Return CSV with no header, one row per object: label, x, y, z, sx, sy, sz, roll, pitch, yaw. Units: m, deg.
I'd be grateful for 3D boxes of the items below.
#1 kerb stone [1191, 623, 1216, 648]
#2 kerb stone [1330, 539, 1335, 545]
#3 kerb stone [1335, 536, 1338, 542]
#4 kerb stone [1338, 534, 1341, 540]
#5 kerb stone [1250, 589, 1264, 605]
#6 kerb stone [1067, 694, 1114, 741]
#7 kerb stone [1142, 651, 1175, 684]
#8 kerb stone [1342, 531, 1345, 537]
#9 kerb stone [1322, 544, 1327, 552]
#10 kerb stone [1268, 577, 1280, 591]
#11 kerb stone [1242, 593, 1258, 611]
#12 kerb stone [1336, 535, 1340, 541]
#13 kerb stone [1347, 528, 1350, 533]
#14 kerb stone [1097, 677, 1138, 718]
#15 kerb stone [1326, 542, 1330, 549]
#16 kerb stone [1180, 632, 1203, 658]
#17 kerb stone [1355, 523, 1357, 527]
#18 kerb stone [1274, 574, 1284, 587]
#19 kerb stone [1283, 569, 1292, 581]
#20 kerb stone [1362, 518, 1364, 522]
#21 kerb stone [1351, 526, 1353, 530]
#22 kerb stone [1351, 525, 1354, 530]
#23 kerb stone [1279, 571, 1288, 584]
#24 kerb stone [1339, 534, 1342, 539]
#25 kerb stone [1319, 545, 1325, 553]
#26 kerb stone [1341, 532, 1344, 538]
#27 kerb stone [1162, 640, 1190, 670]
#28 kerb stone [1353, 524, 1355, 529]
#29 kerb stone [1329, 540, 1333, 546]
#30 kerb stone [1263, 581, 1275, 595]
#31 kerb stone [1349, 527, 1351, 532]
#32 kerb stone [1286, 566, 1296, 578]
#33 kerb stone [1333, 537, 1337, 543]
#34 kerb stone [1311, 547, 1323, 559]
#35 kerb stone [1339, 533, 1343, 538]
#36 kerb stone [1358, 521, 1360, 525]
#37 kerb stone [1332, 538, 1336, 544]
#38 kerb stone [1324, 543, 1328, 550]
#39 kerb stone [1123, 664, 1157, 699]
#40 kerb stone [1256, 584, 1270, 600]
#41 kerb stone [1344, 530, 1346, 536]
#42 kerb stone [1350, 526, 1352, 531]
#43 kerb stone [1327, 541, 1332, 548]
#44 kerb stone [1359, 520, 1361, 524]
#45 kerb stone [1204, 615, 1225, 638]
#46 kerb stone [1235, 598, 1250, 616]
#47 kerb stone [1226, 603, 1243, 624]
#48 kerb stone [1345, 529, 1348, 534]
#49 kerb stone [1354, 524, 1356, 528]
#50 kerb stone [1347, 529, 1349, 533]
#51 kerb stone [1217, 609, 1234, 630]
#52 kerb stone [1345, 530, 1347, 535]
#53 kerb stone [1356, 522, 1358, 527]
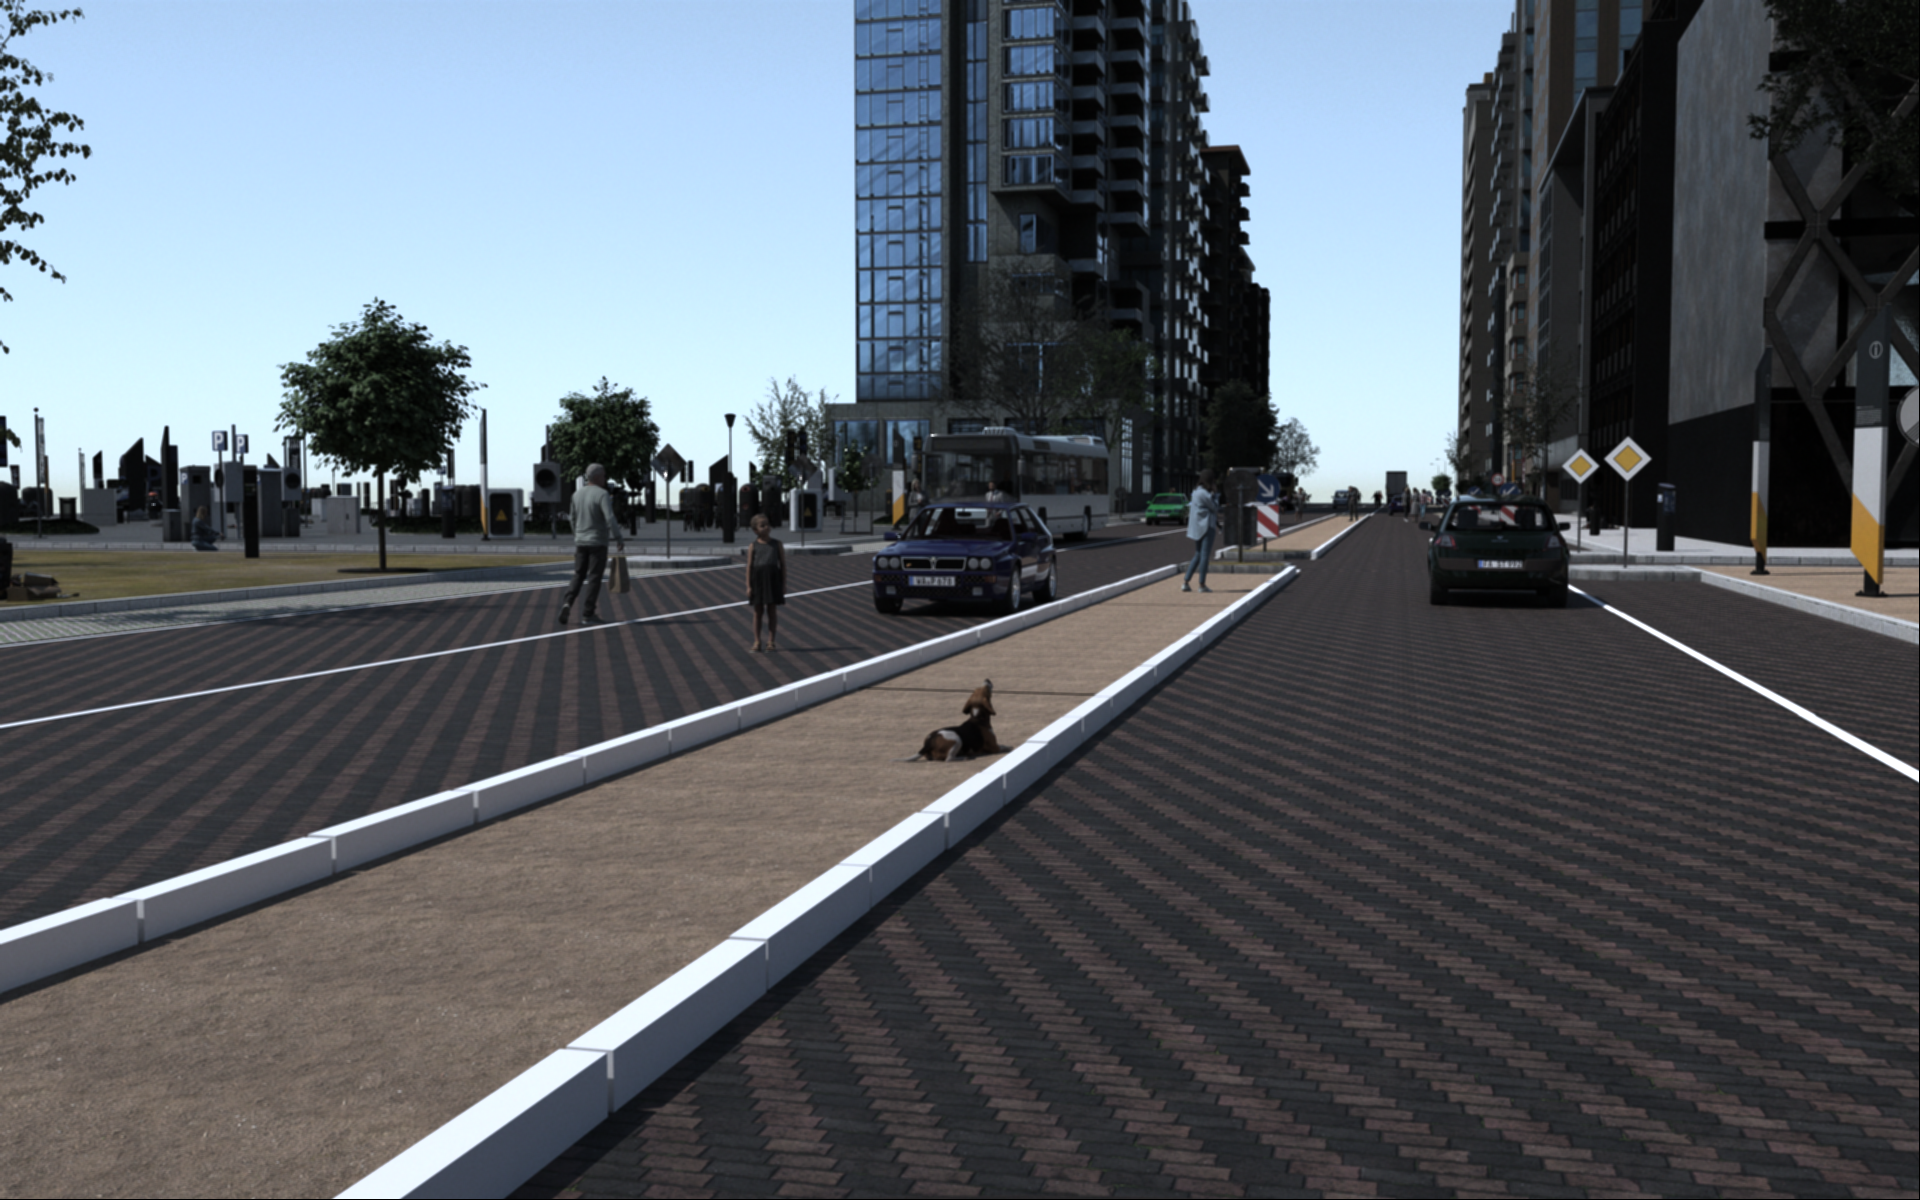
kerb stone,2.291,0.352,16.445,0.120,0.150,1.000,1,4,14
kerb stone,9.972,-1.497,46.768,0.120,0.150,1.000,1,4,14
kerb stone,10.717,-1.682,49.742,0.120,0.150,1.000,1,4,14
kerb stone,11.220,-1.807,51.736,0.120,0.150,1.000,1,4,14
kerb stone,3.800,-0.012,22.418,0.120,0.150,1.000,1,4,14
kerb stone,0.775,0.718,10.480,0.120,0.150,1.000,1,4,14
kerb stone,1.532,0.534,13.465,0.120,0.150,1.000,1,4,14
kerb stone,12.227,-2.047,55.712,0.120,0.150,1.000,1,4,14
kerb stone,8.711,-1.196,41.800,0.120,0.150,1.000,1,4,14
kerb stone,4.557,-0.196,25.395,0.120,0.150,1.000,1,4,14
kerb stone,3.551,0.047,21.426,0.120,0.150,1.000,1,4,14
kerb stone,10.971,-1.746,50.741,0.120,0.150,1.000,1,4,14
kerb stone,13.494,-2.354,60.676,0.120,0.150,1.000,1,4,14
kerb stone,1.028,0.656,11.472,0.120,0.150,1.000,1,4,14
kerb stone,9.203,-1.317,43.796,0.120,0.150,1.000,1,4,14
kerb stone,2.031,0.420,15.456,0.120,0.150,1.000,1,4,14
kerb stone,16.011,-2.959,70.618,0.120,0.150,1.000,1,4,14
kerb stone,4.807,-0.256,26.393,0.120,0.150,1.000,1,4,14
kerb stone,5.313,-0.373,28.382,0.120,0.150,1.000,1,4,14
kerb stone,19.282,-3.753,83.553,0.120,0.150,1.000,1,4,14
kerb stone,14.500,-2.597,64.654,0.120,0.150,1.000,1,4,14
kerb stone,14.747,-2.658,65.647,0.120,0.150,1.000,1,4,14
kerb stone,5.059,-0.317,27.385,0.120,0.150,1.000,1,4,14
kerb stone,11.475,-1.859,52.727,0.120,0.150,1.000,1,4,14
kerb stone,8.455,-1.136,40.803,0.120,0.150,1.000,1,4,14
kerb stone,11.982,-1.989,54.718,0.120,0.150,1.000,1,4,14
kerb stone,1.781,0.475,14.457,0.120,0.150,1.000,1,4,14
kerb stone,15.253,-2.779,67.631,0.120,0.150,1.000,1,4,14
kerb stone,9.719,-1.442,45.777,0.120,0.150,1.000,1,4,14
kerb stone,4.301,-0.135,24.405,0.120,0.150,1.000,1,4,14
kerb stone,13.986,-2.476,62.670,0.120,0.150,1.000,1,4,14
kerb stone,5.560,-0.439,29.374,0.120,0.150,1.000,1,4,14
kerb stone,10.475,-1.624,48.749,0.120,0.150,1.000,1,4,14
kerb stone,8.207,-1.077,39.808,0.120,0.150,1.000,1,4,14
kerb stone,11.721,-1.928,53.718,0.120,0.150,1.000,1,4,14
kerb stone,17.265,-3.260,75.590,0.120,0.150,1.000,1,4,14
kerb stone,10.218,-1.562,47.759,0.120,0.150,1.000,1,4,14
kerb stone,8.958,-1.257,42.798,0.120,0.150,1.000,1,4,14
kerb stone,1.274,0.600,12.469,0.120,0.150,1.000,1,4,14
kerb stone,4.053,-0.074,23.408,0.120,0.150,1.000,1,4,14
kerb stone,12.487,-2.110,56.701,0.120,0.150,1.000,1,4,14
kerb stone,14.245,-2.536,63.662,0.120,0.150,1.000,1,4,14
kerb stone,9.465,-1.382,44.787,0.120,0.150,1.000,1,4,14
kerb stone,17.778,-3.387,77.576,0.120,0.150,1.000,1,4,14
kerb stone,2.538,0.291,17.439,0.120,0.150,1.000,1,4,14
kerb stone,3.294,0.109,20.437,0.120,0.150,1.000,1,4,14
kerb stone,3.046,0.169,19.434,0.120,0.150,1.000,1,4,14
kerb stone,12.989,-2.232,58.685,0.120,0.150,1.000,1,4,14
kerb stone,15.500,-2.834,68.634,0.120,0.150,1.000,1,4,14
kerb stone,13.240,-2.290,59.686,0.120,0.150,1.000,1,4,14
kerb stone,2.786,0.234,18.435,0.120,0.150,1.000,1,4,14
kerb stone,12.737,-2.171,57.692,0.120,0.150,1.000,1,4,14
kerb stone,16.514,-3.083,72.606,0.120,0.150,1.000,1,4,14
